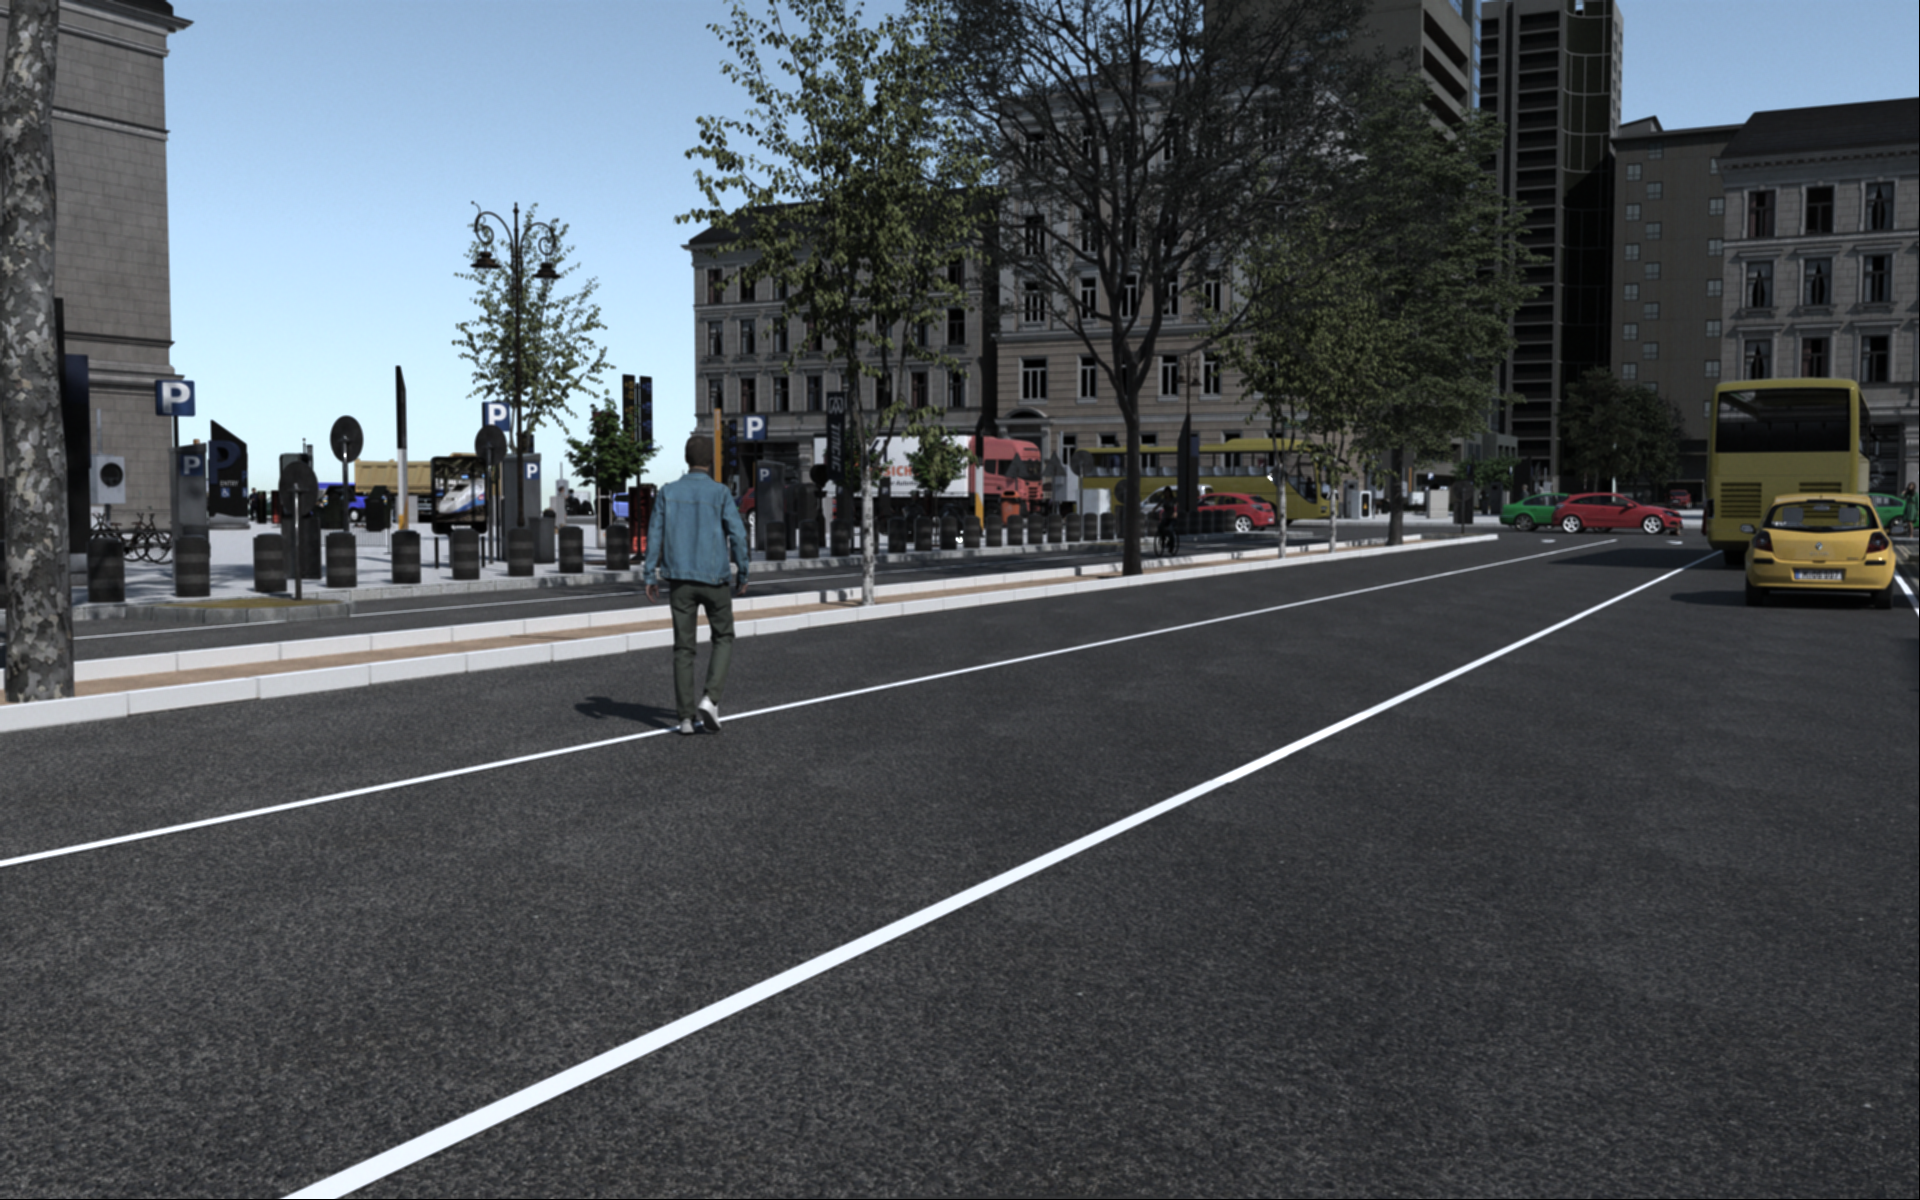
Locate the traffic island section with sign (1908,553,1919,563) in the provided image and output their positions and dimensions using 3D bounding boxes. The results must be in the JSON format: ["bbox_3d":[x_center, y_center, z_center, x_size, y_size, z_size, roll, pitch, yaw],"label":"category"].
[{"bbox_3d":[20.951,-1.682,36.128,1.989,1.847,2.006,2,4,27],"label":"traffic island section with sign"}]

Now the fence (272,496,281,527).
[{"bbox_3d":[-25.707,-3.355,66.050,0.480,1.192,2.264,-3,4,-37],"label":"fence"}]

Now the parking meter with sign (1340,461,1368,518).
[{"bbox_3d":[20.665,-5.834,91.649,1.738,3.016,0.543,-1,4,-11],"label":"parking meter with sign"}]

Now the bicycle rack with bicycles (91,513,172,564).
[{"bbox_3d":[-15.403,-1.135,31.947,2.925,0.926,2.852,-2,4,-29],"label":"bicycle rack with bicycles"}]

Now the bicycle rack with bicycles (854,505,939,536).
[{"bbox_3d":[-1.752,-2.506,54.349,2.925,0.926,2.852,1,4,22],"label":"bicycle rack with bicycles"}]

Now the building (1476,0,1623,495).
[{"bbox_3d":[83.574,-49.760,251.821,20.611,71.187,20.563,2,4,27],"label":"building"}]

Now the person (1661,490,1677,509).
[{"bbox_3d":[56.740,-7.913,138.706,1.217,1.723,0.721,1,4,14],"label":"person"}]

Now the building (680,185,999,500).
[{"bbox_3d":[-14.471,-16.360,118.402,40.483,20.767,10.553,2,4,27],"label":"building"}]

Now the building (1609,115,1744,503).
[{"bbox_3d":[107.399,-40.081,244.554,27.495,52.752,28.713,2,4,27],"label":"building"}]

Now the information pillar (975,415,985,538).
[{"bbox_3d":[0.574,-3.643,50.910,0.183,3.616,0.504,1,4,20],"label":"information pillar"}]

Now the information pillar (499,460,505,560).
[{"bbox_3d":[-8.793,-1.787,33.715,0.304,2.012,0.304,-1,4,-18],"label":"information pillar"}]

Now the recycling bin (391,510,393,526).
[{"bbox_3d":[-23.138,-3.461,69.149,0.722,1.027,0.722,-3,4,-38],"label":"recycling bin"}]

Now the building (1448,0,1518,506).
[{"bbox_3d":[43.818,-53.638,189.648,31.000,86.520,22.319,2,4,27],"label":"building"}]

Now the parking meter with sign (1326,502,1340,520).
[{"bbox_3d":[18.513,-5.525,86.595,0.543,3.016,1.738,0,4,7],"label":"parking meter with sign"}]

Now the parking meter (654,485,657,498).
[{"bbox_3d":[-19.825,-6.505,112.074,0.399,1.863,0.255,0,4,7],"label":"parking meter"}]

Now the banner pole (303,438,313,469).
[{"bbox_3d":[-29.130,-5.344,77.389,0.863,3.779,0.401,3,4,36],"label":"banner pole"}]

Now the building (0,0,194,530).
[{"bbox_3d":[-30.539,-12.583,56.635,40.483,20.767,10.553,2,4,27],"label":"building"}]

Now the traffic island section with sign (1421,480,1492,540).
[{"bbox_3d":[15.901,-2.875,55.141,2.006,1.907,1.989,2,4,27],"label":"traffic island section with sign"}]

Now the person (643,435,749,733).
[{"bbox_3d":[-1.568,-0.091,10.328,0.601,1.785,0.444,0,4,2],"label":"person"}]

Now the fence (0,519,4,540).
[{"bbox_3d":[-22.266,-1.606,41.640,2.069,0.683,0.278,-2,4,-28],"label":"fence"}]

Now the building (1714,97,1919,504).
[{"bbox_3d":[40.848,-14.562,88.995,40.483,20.767,10.553,2,4,27],"label":"building"}]

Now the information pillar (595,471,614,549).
[{"bbox_3d":[-8.296,-2.190,40.306,0.304,2.012,0.304,-2,4,-25],"label":"information pillar"}]

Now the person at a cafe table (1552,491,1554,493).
[{"bbox_3d":[47.992,-8.068,140.428,1.698,1.524,1.622,2,4,25],"label":"person at a cafe table"}]

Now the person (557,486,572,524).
[{"bbox_3d":[-17.726,-4.210,77.695,0.532,1.782,0.716,-3,5,-42],"label":"person"}]

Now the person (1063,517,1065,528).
[{"bbox_3d":[4.531,-3.305,73.006,0.357,0.543,0.381,1,4,15],"label":"person"}]

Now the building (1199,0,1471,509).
[{"bbox_3d":[33.817,-32.788,159.787,21.300,48.544,21.600,2,4,27],"label":"building"}]

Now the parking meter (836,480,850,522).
[{"bbox_3d":[-3.321,-2.663,49.243,0.399,1.863,0.255,3,5,44],"label":"parking meter"}]

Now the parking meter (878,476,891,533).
[{"bbox_3d":[-2.478,-3.119,56.714,0.399,1.863,0.255,0,4,-8],"label":"parking meter"}]

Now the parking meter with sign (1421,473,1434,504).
[{"bbox_3d":[38.354,-8.961,142.773,0.543,3.016,1.738,-1,4,-14],"label":"parking meter with sign"}]

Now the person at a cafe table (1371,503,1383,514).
[{"bbox_3d":[25.867,-6.128,111.053,1.698,1.238,1.726,-3,4,-37],"label":"person at a cafe table"}]

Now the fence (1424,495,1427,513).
[{"bbox_3d":[29.476,-5.944,108.389,0.480,1.192,2.264,0,4,-7],"label":"fence"}]

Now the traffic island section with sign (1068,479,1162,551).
[{"bbox_3d":[4.055,-2.176,44.203,1.989,1.847,2.006,2,4,27],"label":"traffic island section with sign"}]

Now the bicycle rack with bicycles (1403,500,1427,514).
[{"bbox_3d":[29.778,-5.991,111.341,2.925,0.926,2.852,0,4,0],"label":"bicycle rack with bicycles"}]

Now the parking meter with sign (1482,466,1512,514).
[{"bbox_3d":[33.834,-6.909,109.223,1.738,3.016,0.543,2,4,32],"label":"parking meter with sign"}]

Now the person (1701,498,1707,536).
[{"bbox_3d":[25.724,-2.972,59.562,0.387,1.526,0.523,-1,4,-9],"label":"person"}]

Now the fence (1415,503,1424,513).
[{"bbox_3d":[32.183,-6.307,118.501,2.069,0.683,0.278,1,4,20],"label":"fence"}]

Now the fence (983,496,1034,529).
[{"bbox_3d":[1.839,-3.149,62.693,2.264,1.192,0.480,3,5,40],"label":"fence"}]

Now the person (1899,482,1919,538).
[{"bbox_3d":[29.402,-2.739,53.522,0.529,1.795,0.600,-3,5,-42],"label":"person"}]

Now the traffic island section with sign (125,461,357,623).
[{"bbox_3d":[-8.223,-0.707,20.194,1.989,1.847,2.006,2,4,27],"label":"traffic island section with sign"}]

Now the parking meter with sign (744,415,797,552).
[{"bbox_3d":[-4.251,-2.626,39.192,0.543,3.016,1.738,1,4,20],"label":"parking meter with sign"}]

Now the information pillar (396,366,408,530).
[{"bbox_3d":[-10.258,-2.477,31.854,0.183,3.616,0.504,0,4,-7],"label":"information pillar"}]

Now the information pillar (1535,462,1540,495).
[{"bbox_3d":[41.592,-8.160,124.774,0.183,3.616,0.504,-1,4,-17],"label":"information pillar"}]

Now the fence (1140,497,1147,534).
[{"bbox_3d":[5.712,-2.778,56.617,0.480,1.192,2.264,0,4,-4],"label":"fence"}]

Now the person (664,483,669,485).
[{"bbox_3d":[-12.457,-4.047,74.035,0.474,1.900,0.648,-2,4,-35],"label":"person"}]

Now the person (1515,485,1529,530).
[{"bbox_3d":[22.222,-3.658,68.477,0.590,1.801,0.661,2,4,31],"label":"person"}]

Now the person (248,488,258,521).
[{"bbox_3d":[-35.137,-4.708,86.184,0.576,1.737,0.504,-1,4,-17],"label":"person"}]

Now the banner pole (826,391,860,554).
[{"bbox_3d":[-2.522,-2.886,37.198,0.863,3.779,0.401,2,4,27],"label":"banner pole"}]

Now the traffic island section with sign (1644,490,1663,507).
[{"bbox_3d":[64.461,-9.400,162.322,1.989,1.847,2.006,2,4,27],"label":"traffic island section with sign"}]

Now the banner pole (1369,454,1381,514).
[{"bbox_3d":[26.208,-7.262,108.756,0.401,3.779,0.863,-1,4,-16],"label":"banner pole"}]

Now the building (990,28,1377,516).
[{"bbox_3d":[13.642,-19.527,105.166,20.117,28.700,13.634,2,4,27],"label":"building"}]

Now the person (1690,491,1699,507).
[{"bbox_3d":[80.222,-11.051,189.214,1.348,1.821,0.705,-1,4,-11],"label":"person"}]

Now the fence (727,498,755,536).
[{"bbox_3d":[-6.581,-2.364,49.855,2.264,1.192,0.480,-3,5,-41],"label":"fence"}]

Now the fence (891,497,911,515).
[{"bbox_3d":[-2.234,-3.187,63.305,0.480,1.192,2.264,-3,4,-37],"label":"fence"}]

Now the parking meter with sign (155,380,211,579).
[{"bbox_3d":[-11.560,-1.812,25.885,0.543,3.016,1.738,-2,4,-33],"label":"parking meter with sign"}]

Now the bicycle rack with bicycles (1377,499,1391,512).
[{"bbox_3d":[30.839,-6.765,123.991,2.925,0.926,2.852,-2,4,-28],"label":"bicycle rack with bicycles"}]

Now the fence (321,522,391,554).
[{"bbox_3d":[-13.177,-1.340,37.291,2.069,0.683,0.278,1,4,14],"label":"fence"}]

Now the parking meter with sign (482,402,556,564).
[{"bbox_3d":[-8.197,-2.208,32.368,1.738,3.016,0.543,3,5,43],"label":"parking meter with sign"}]
